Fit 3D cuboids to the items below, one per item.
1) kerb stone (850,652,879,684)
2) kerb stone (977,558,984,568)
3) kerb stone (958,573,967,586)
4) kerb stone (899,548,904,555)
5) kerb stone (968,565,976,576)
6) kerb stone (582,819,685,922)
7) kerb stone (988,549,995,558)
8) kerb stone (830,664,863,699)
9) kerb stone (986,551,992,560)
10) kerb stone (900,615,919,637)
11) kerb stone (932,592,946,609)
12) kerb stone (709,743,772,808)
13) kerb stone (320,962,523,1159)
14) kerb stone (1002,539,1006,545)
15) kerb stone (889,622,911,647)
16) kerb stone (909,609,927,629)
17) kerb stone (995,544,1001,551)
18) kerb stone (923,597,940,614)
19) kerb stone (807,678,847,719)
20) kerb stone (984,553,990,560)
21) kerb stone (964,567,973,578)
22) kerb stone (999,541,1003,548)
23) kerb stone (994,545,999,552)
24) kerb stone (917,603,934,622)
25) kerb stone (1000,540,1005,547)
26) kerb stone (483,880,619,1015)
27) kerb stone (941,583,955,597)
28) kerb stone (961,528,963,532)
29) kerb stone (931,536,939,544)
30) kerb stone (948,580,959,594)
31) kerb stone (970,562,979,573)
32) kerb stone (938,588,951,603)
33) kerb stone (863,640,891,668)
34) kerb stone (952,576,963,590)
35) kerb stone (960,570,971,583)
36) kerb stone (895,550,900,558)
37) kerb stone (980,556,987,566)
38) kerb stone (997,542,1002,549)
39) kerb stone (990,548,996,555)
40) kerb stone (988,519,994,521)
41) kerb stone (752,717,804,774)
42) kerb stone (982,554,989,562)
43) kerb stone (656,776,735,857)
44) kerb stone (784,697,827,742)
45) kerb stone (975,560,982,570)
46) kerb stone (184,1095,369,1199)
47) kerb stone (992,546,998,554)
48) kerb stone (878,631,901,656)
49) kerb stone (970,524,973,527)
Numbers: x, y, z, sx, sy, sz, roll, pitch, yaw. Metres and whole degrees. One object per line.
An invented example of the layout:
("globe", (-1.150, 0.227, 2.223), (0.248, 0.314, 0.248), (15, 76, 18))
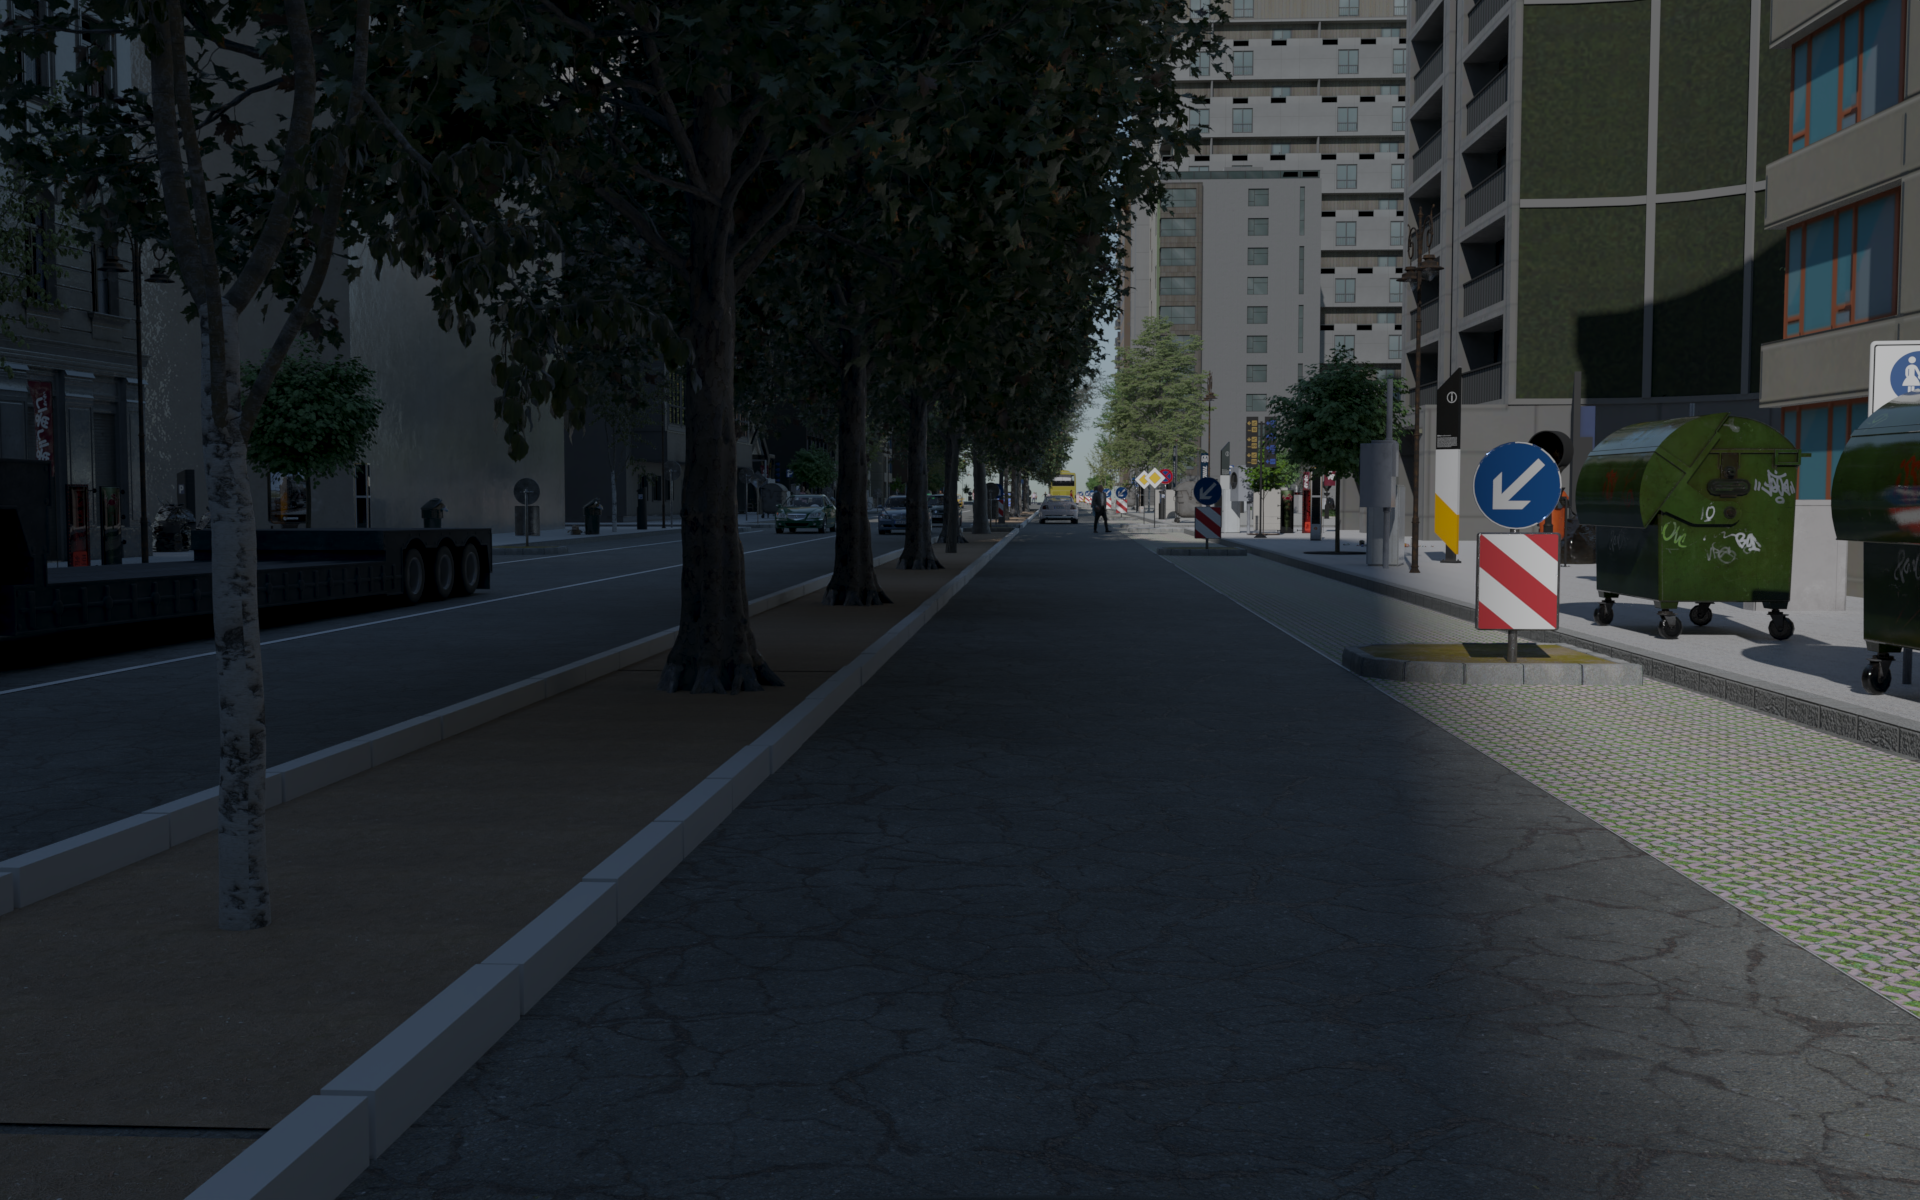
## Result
("kerb stone", (-0.764, 0.541, 13.440), (0.120, 0.150, 1.000), (0, 4, 3))
("kerb stone", (0.331, -0.653, 32.930), (0.120, 0.150, 1.000), (0, 4, 3))
("kerb stone", (-0.017, -0.278, 26.766), (0.120, 0.150, 1.000), (0, 4, 3))
("kerb stone", (-1.422, -1.040, 39.203), (0.120, 0.150, 1.000), (0, 4, 3))
("kerb stone", (0.157, -0.468, 29.848), (0.120, 0.150, 1.000), (0, 4, 3))
("kerb stone", (-1.174, 0.973, 6.281), (0.120, 0.150, 1.000), (0, 4, 3))
("kerb stone", (0.625, -0.965, 38.042), (0.120, 0.150, 1.000), (0, 4, 3))
("kerb stone", (-0.829, 0.598, 12.419), (0.120, 0.150, 1.000), (0, 4, 3))
("kerb stone", (0.554, -0.905, 37.022), (0.120, 0.150, 1.000), (0, 4, 3))
("kerb stone", (-0.536, 0.285, 17.530), (0.120, 0.150, 1.000), (0, 4, 3))
("kerb stone", (-0.301, 0.036, 21.631), (0.120, 0.150, 1.000), (0, 4, 3))
("kerb stone", (-1.059, 0.848, 8.333), (0.120, 0.150, 1.000), (0, 4, 3))
("kerb stone", (-1.289, 1.099, 4.228), (0.120, 0.150, 1.000), (0, 4, 3))
("kerb stone", (1.089, -1.471, 46.250), (0.120, 0.150, 1.000), (0, 4, 3))
("kerb stone", (-0.595, 0.348, 16.510), (0.120, 0.150, 1.000), (0, 4, 3))
("kerb stone", (-0.481, 0.229, 18.559), (0.120, 0.150, 1.000), (0, 4, 3))
("kerb stone", (0.855, -1.220, 42.144), (0.120, 0.150, 1.000), (0, 4, 3))
("kerb stone", (-0.367, 0.097, 20.606), (0.120, 0.150, 1.000), (0, 4, 3))
("kerb stone", (-0.884, 0.661, 11.394), (0.120, 0.150, 1.000), (0, 4, 3))
("kerb stone", (0.500, -0.843, 35.992), (0.120, 0.150, 1.000), (0, 4, 3))
("kerb stone", (0.094, -0.404, 28.828), (0.120, 0.150, 1.000), (0, 4, 3))
("kerb stone", (0.968, -1.346, 44.203), (0.120, 0.150, 1.000), (0, 4, 3))
("kerb stone", (0.792, -1.157, 41.116), (0.120, 0.150, 1.000), (0, 4, 3))
("kerb stone", (-0.418, 0.164, 19.579), (0.120, 0.150, 1.000), (0, 4, 3))
("kerb stone", (1.029, -1.408, 45.223), (0.120, 0.150, 1.000), (0, 4, 3))
("kerb stone", (-1.230, 1.043, 5.260), (0.120, 0.150, 1.000), (0, 4, 3))
("kerb stone", (-0.199, -0.091, 23.685), (0.120, 0.150, 1.000), (0, 4, 3))
("kerb stone", (0.033, -2.604, 64.808), (0.120, 0.150, 1.000), (0, 4, 3))
("kerb stone", (-0.727, -1.792, 51.499), (0.120, 0.150, 1.000), (0, 4, 3))
("kerb stone", (-0.136, -0.153, 24.707), (0.120, 0.150, 1.000), (0, 4, 3))
("kerb stone", (0.208, -0.531, 30.880), (0.120, 0.150, 1.000), (0, 4, 3))
("kerb stone", (-0.242, -0.028, 22.654), (0.120, 0.150, 1.000), (0, 4, 3))
("kerb stone", (-0.709, 0.473, 14.465), (0.120, 0.150, 1.000), (0, 4, 3))
("kerb stone", (-0.074, -0.214, 25.731), (0.120, 0.150, 1.000), (0, 4, 3))
("kerb stone", (0.050, -0.338, 27.792), (0.120, 0.150, 1.000), (0, 4, 3))
("kerb stone", (-1.480, -0.978, 38.178), (0.120, 0.150, 1.000), (0, 4, 3))
("kerb stone", (0.390, -0.719, 33.950), (0.120, 0.150, 1.000), (0, 4, 3))
("kerb stone", (0.912, -1.283, 43.168), (0.120, 0.150, 1.000), (0, 4, 3))
("kerb stone", (0.680, -1.032, 39.064), (0.120, 0.150, 1.000), (0, 4, 3))
("kerb stone", (1.793, -4.514, 95.999), (0.120, 0.150, 1.000), (0, 4, 3))
("kerb stone", (-0.990, 0.787, 9.353), (0.120, 0.150, 1.000), (0, 4, 3))
("kerb stone", (0.449, -0.775, 34.971), (0.120, 0.150, 1.000), (0, 4, 3))
("kerb stone", (-1.115, 0.911, 7.305), (0.120, 0.150, 1.000), (0, 4, 3))
("kerb stone", (-0.938, 0.728, 10.374), (0.120, 0.150, 1.000), (0, 4, 3))
("kerb stone", (0.269, -0.594, 31.905), (0.120, 0.150, 1.000), (0, 4, 3))
("kerb stone", (-1.348, 1.162, 3.197), (0.120, 0.150, 1.000), (0, 4, 3))
("kerb stone", (0.739, -1.091, 40.084), (0.120, 0.150, 1.000), (0, 4, 3))
("kerb stone", (-0.653, 0.414, 15.486), (0.120, 0.150, 1.000), (0, 4, 3))
("kerb stone", (0.640, -3.262, 75.544), (0.120, 0.150, 1.000), (0, 4, 3))
